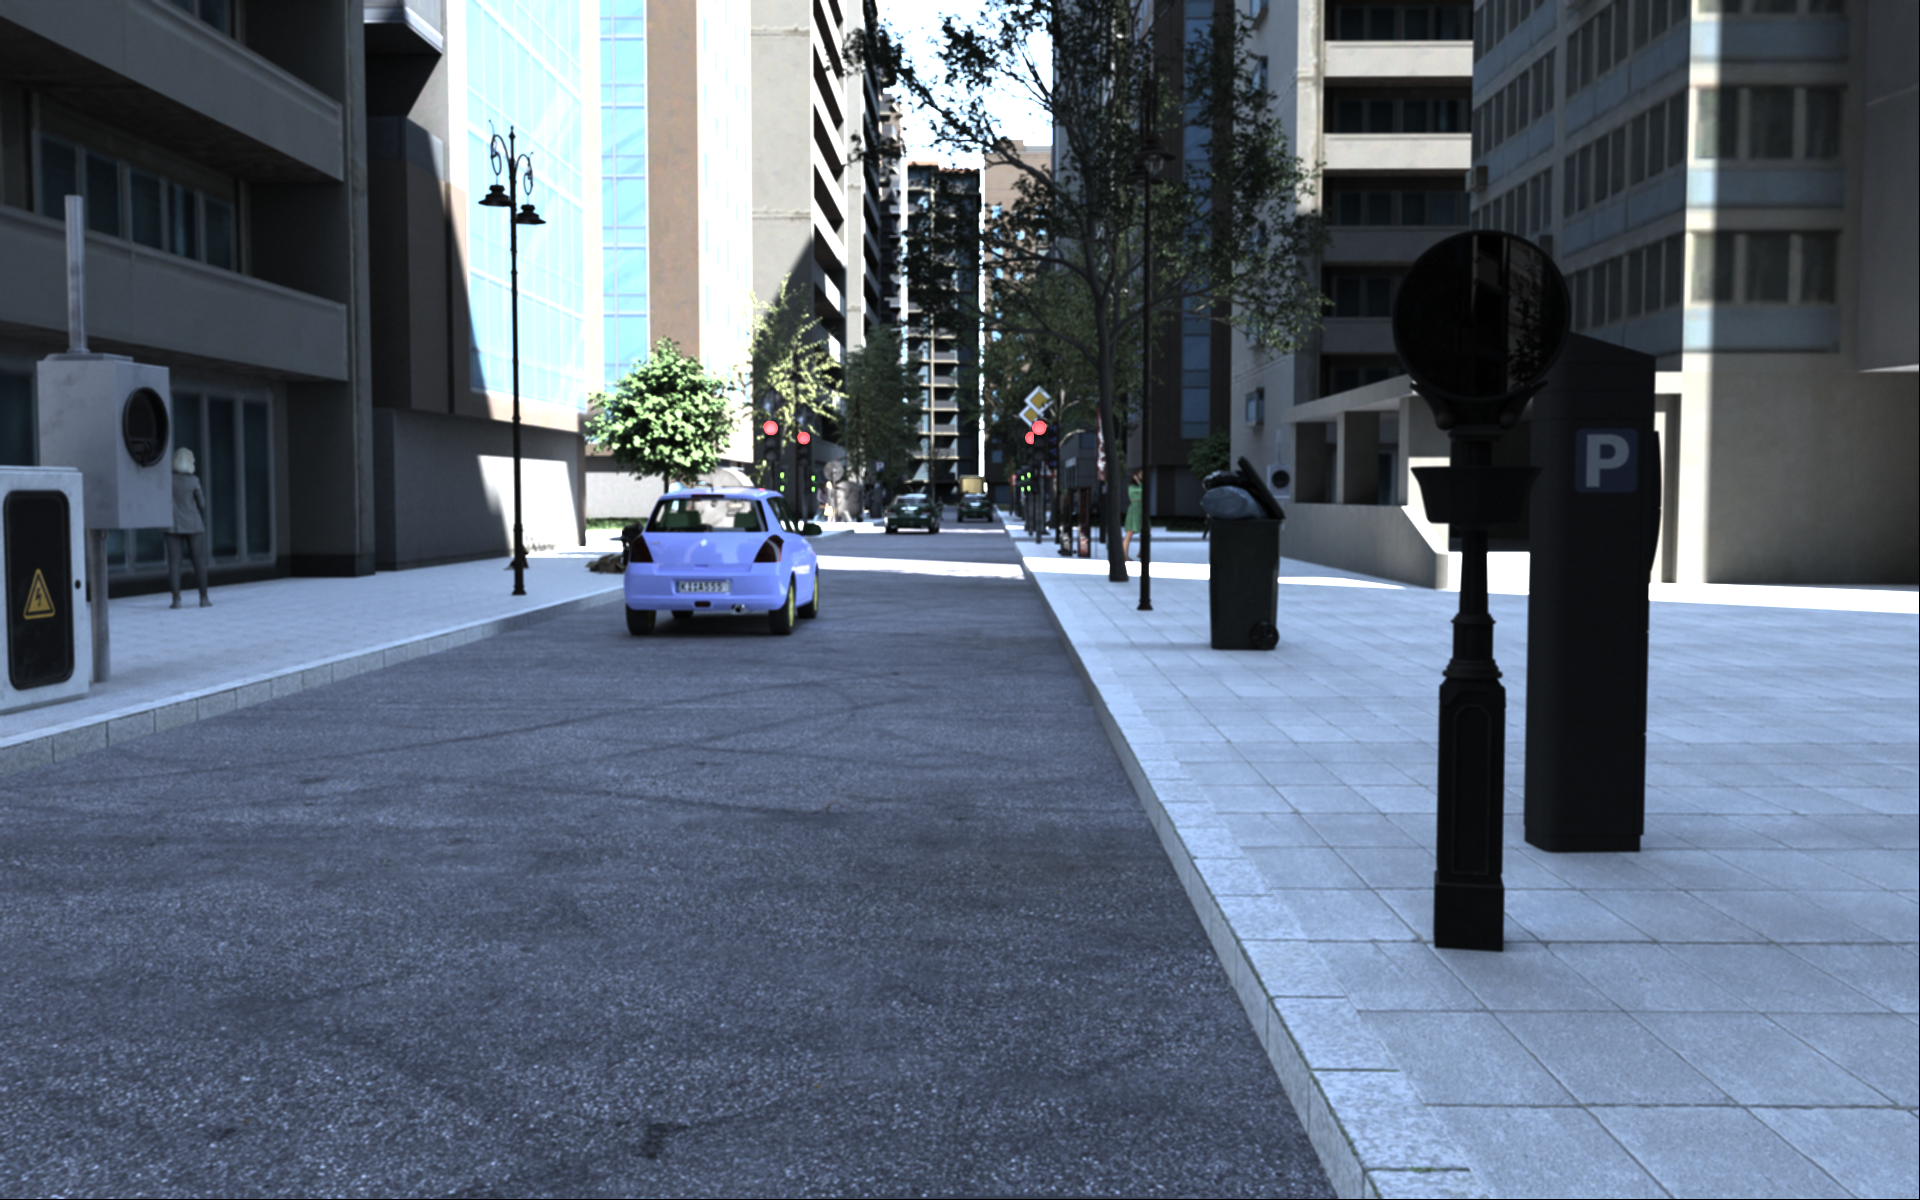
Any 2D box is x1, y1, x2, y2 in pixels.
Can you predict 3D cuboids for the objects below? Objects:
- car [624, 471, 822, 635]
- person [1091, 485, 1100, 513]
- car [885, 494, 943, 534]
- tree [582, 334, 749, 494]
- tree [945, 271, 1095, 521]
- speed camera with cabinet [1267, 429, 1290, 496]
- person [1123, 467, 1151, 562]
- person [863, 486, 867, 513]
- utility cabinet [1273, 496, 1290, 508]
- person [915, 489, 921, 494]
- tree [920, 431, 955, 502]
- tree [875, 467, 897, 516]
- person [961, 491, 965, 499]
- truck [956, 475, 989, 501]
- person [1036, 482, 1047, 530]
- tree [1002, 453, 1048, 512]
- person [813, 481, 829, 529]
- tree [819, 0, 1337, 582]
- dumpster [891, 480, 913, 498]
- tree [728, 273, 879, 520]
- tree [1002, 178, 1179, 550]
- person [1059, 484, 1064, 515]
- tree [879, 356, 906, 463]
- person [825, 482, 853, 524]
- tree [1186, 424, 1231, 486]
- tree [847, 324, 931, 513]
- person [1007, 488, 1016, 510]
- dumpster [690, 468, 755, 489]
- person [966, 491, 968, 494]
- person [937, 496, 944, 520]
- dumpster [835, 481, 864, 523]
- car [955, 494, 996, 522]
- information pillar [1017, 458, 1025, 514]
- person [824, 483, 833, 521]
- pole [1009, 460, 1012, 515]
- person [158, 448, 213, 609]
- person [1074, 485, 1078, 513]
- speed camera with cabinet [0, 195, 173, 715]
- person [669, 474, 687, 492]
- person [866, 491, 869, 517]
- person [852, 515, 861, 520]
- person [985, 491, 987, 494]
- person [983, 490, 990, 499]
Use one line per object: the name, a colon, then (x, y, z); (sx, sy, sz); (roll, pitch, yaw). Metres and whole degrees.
car: (-2.511, -0.570, 18.912); (1.945, 1.707, 3.694); (0, 4, 1)
person: (7.180, -5.173, 91.018); (0.834, 1.777, 0.661); (1, 4, 13)
car: (-1.729, -3.163, 63.515); (2.131, 1.459, 4.920); (0, 4, 2)
tree: (-5.937, -3.169, 35.528); (4.285, 4.588, 4.351); (0, 3, 0)
tree: (3.050, -9.529, 81.549); (9.928, 11.665, 9.643); (0, 3, 0)
speed camera with cabinet: (8.985, -3.556, 52.474); (2.038, 3.252, 0.660); (0, 4, 3)
person: (3.344, -1.624, 32.835); (0.529, 1.795, 0.600); (2, 4, 25)
person: (-6.694, -7.007, 120.575); (0.573, 1.828, 0.580); (-3, 4, -38)
utility cabinet: (8.677, -2.094, 45.390); (1.020, 1.237, 0.306); (0, 4, -5)
person: (-3.499, -8.396, 143.987); (0.551, 1.740, 0.621); (0, 4, 1)
tree: (-2.914, -15.402, 202.188); (4.360, 8.622, 3.978); (0, 3, 0)
tree: (-4.708, -6.580, 102.180); (1.663, 3.219, 1.824); (0, 3, 0)
person: (0.371, -7.632, 134.760); (0.593, 1.643, 0.415); (0, 4, 2)
truck: (1.247, -11.146, 178.154); (3.469, 3.379, 9.791); (0, 4, 1)
person: (2.877, -3.321, 61.174); (0.643, 1.720, 0.563); (-2, 4, -28)
tree: (4.761, -8.617, 124.598); (4.285, 4.588, 4.351); (0, 3, 0)
person: (-5.163, -3.491, 63.715); (0.643, 1.750, 0.593); (0, 4, 5)
tree: (2.012, -5.554, 25.215); (7.601, 10.594, 8.767); (1, 4, 20)
dumpster: (-4.116, -7.390, 123.313); (1.502, 2.255, 1.985); (0, 4, 1)
tree: (-6.079, -6.632, 58.799); (4.737, 8.622, 4.395); (0, 3, 0)
tree: (3.221, -5.455, 39.547); (4.737, 8.622, 4.395); (0, 3, 0)
person: (5.093, -4.935, 87.073); (0.599, 1.781, 0.374); (-3, 5, -45)
tree: (-4.818, -8.305, 86.149); (4.737, 8.622, 4.395); (0, 3, 0)
person: (-5.201, -4.103, 73.336); (1.509, 1.804, 0.699); (-3, 4, -39)
tree: (12.274, -5.961, 81.168); (4.285, 4.588, 4.351); (0, 3, 0)
tree: (-5.474, -12.078, 115.607); (7.486, 12.596, 7.792); (0, 3, 0)
person: (4.207, -8.121, 138.826); (0.705, 1.822, 1.348); (3, 4, 36)
dumpster: (-5.353, -2.024, 38.850); (1.264, 1.857, 1.865); (0, 4, 1)
person: (0.599, -8.737, 152.066); (1.217, 1.735, 0.721); (0, 4, 5)
person: (-1.067, -4.986, 94.296); (0.640, 1.303, 0.475); (2, 4, 35)
dumpster: (-4.961, -4.358, 77.015); (1.264, 1.857, 1.865); (0, 4, 1)
car: (0.787, -4.739, 89.282); (2.131, 1.459, 4.920); (0, 4, 1)
information pillar: (4.016, -7.449, 113.147); (0.504, 3.616, 0.183); (-2, 4, -24)
person: (-6.272, -4.692, 82.783); (0.654, 1.822, 0.581); (1, 4, 13)
pole: (3.053, -6.722, 103.743); (0.158, 3.312, 0.155); (0, 3, 0)
person: (-8.792, -0.816, 19.562); (0.537, 1.800, 0.526); (0, 4, -3)
person: (6.305, -5.270, 92.797); (0.593, 1.750, 0.643); (2, 4, 33)
speed camera with cabinet: (-5.744, -1.012, 10.890); (0.660, 3.252, 2.038); (0, 4, 4)
person: (-7.206, -2.343, 44.370); (0.620, 1.820, 0.660); (3, 5, 40)
person: (-4.932, -5.389, 94.904); (0.466, 1.731, 0.760); (-3, 5, -41)
person: (-5.024, -4.770, 84.577); (0.519, 1.759, 0.362); (1, 4, 22)
person: (2.147, -8.760, 152.546); (0.721, 1.723, 1.217); (-3, 4, -38)
person: (2.064, -8.616, 149.896); (1.217, 1.766, 0.721); (-1, 4, -20)
